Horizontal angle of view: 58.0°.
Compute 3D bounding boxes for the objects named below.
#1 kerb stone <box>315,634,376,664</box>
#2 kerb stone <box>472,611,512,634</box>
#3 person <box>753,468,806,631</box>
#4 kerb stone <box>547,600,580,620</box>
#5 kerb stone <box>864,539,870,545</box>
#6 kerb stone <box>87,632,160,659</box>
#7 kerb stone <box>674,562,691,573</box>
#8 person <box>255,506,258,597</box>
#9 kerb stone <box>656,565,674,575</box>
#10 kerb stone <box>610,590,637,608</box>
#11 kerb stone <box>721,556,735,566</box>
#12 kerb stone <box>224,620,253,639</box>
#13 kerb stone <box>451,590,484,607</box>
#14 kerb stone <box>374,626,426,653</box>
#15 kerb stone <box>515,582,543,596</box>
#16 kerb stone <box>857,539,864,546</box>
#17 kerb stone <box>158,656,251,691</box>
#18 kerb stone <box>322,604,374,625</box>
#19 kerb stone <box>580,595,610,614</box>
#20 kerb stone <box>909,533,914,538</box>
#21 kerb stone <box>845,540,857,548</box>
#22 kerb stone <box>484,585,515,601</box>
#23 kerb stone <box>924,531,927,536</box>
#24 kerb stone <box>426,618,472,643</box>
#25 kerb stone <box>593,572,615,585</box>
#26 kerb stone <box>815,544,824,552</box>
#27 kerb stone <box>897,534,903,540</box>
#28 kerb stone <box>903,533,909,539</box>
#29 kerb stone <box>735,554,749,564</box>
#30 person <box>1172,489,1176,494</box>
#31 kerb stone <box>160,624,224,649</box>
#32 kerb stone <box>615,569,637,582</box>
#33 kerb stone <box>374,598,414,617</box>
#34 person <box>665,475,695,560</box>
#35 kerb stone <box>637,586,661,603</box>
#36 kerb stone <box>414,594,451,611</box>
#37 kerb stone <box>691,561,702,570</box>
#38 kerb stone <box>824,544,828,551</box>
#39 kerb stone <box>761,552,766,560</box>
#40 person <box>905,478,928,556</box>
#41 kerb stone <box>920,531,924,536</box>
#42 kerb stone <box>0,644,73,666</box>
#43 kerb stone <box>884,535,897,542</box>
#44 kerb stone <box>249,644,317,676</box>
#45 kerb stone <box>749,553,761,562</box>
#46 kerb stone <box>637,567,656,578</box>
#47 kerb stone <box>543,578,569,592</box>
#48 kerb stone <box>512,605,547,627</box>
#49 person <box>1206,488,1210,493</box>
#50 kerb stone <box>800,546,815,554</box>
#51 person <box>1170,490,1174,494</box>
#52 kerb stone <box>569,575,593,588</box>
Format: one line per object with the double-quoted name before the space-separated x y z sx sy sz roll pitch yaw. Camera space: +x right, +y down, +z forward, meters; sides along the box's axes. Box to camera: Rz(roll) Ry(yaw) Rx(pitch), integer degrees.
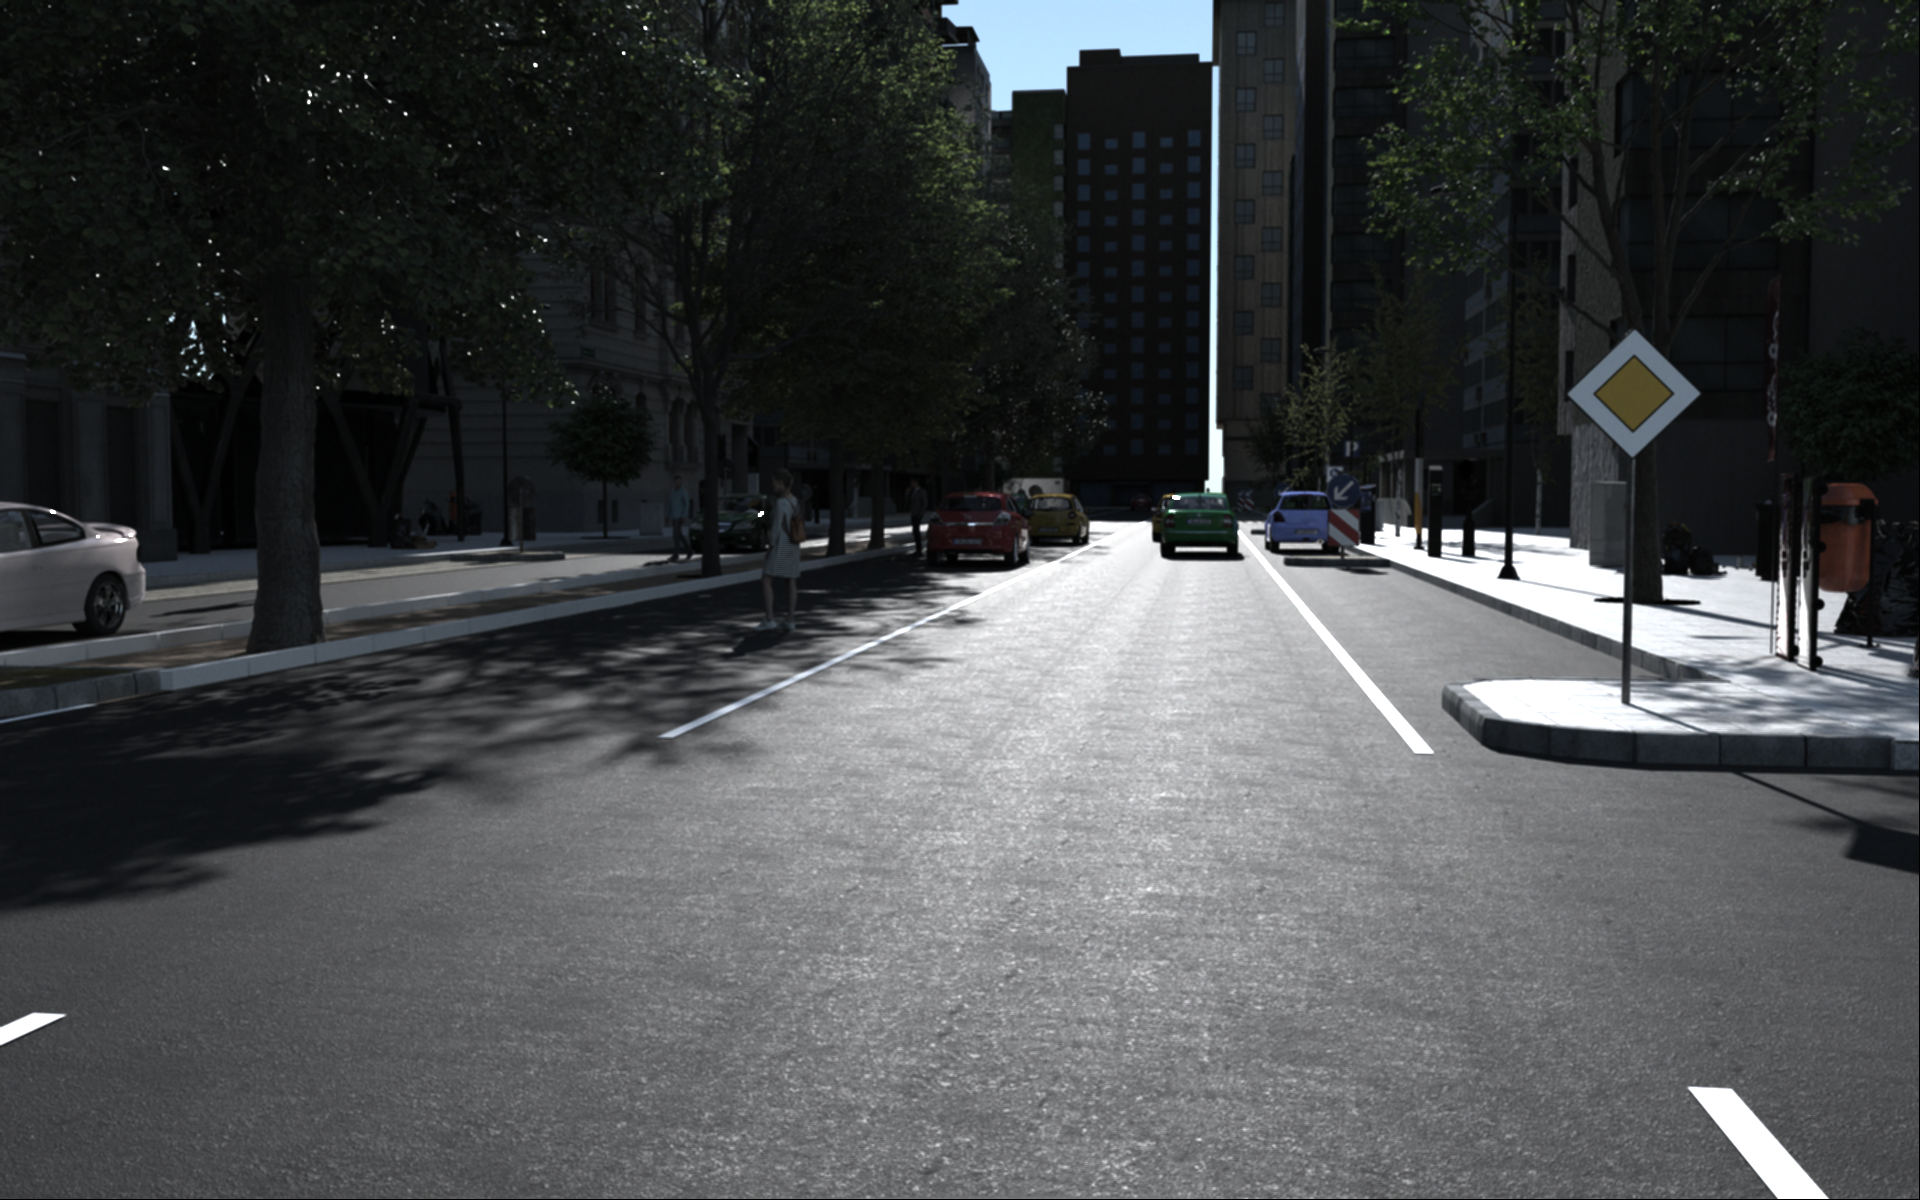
"kerb stone" -5.409 0.434 15.094 0.120 0.150 1.000 0 4 8
"kerb stone" -4.974 0.248 18.135 0.120 0.150 1.000 0 4 8
"person" -1.867 -0.538 18.302 0.522 1.701 0.512 1 4 18
"kerb stone" -4.686 0.124 20.162 0.120 0.150 1.000 0 4 8
"kerb stone" -2.723 -1.629 48.875 0.120 0.150 1.000 0 4 8
"kerb stone" -7.493 0.416 15.402 0.120 0.150 1.000 0 4 8
"kerb stone" -5.175 -0.572 31.643 0.120 0.150 1.000 0 4 8
"person" -9.268 -0.846 23.341 0.512 1.701 0.522 -1 4 -10
"kerb stone" -5.316 -0.514 30.630 0.120 0.150 1.000 0 4 8
"kerb stone" -4.399 0.000 22.192 0.120 0.150 1.000 0 4 8
"kerb stone" -4.743 -0.759 34.680 0.120 0.150 1.000 0 4 8
"kerb stone" -7.196 0.291 17.435 0.120 0.150 1.000 0 4 8
"kerb stone" -6.476 -0.017 22.502 0.120 0.150 1.000 0 4 8
"kerb stone" -5.270 0.372 16.107 0.120 0.150 1.000 0 4 8
"kerb stone" -6.192 -0.141 24.530 0.120 0.150 1.000 0 4 8
"kerb stone" -2.867 -1.570 47.863 0.120 0.150 1.000 0 4 8
"kerb stone" -5.702 0.559 13.069 0.120 0.150 1.000 0 4 8
"kerb stone" -6.906 0.167 19.463 0.120 0.150 1.000 0 4 8
"kerb stone" -4.546 0.062 21.179 0.120 0.150 1.000 0 4 8
"kerb stone" -1.705 -2.063 55.986 0.120 0.150 1.000 0 4 8
"kerb stone" -3.011 -1.508 46.849 0.120 0.150 1.000 0 4 8
"kerb stone" -6.332 -0.076 23.514 0.120 0.150 1.000 0 4 8
"kerb stone" -1.269 -2.253 59.025 0.120 0.150 1.000 0 4 8
"kerb stone" -5.121 0.310 17.123 0.120 0.150 1.000 0 4 8
"kerb stone" -5.756 -0.329 27.574 0.120 0.150 1.000 0 4 8
"kerb stone" -3.589 -1.258 42.795 0.120 0.150 1.000 0 4 8
"kerb stone" -1.990 -1.943 53.959 0.120 0.150 1.000 0 4 8
"kerb stone" -1.854 -2.003 54.974 0.120 0.150 1.000 0 4 8
"kerb stone" -4.594 -0.825 35.692 0.120 0.150 1.000 0 4 8
"person" 15.151 -6.951 122.178 0.705 1.821 1.348 -2 4 -25
"kerb stone" -7.342 0.353 16.423 0.120 0.150 1.000 0 4 8
"kerb stone" -5.602 -0.391 28.591 0.120 0.150 1.000 0 4 8
"kerb stone" -6.766 0.107 20.478 0.120 0.150 1.000 0 4 8
"person" -6.076 -1.799 37.776 0.748 1.841 0.638 -2 4 -35
"kerb stone" -4.261 -0.062 23.205 0.120 0.150 1.000 0 4 8
"kerb stone" -6.621 0.043 21.490 0.120 0.150 1.000 0 4 8
"kerb stone" -5.033 -0.636 32.655 0.120 0.150 1.000 0 4 8
"kerb stone" -3.446 -1.322 43.807 0.120 0.150 1.000 0 4 8
"kerb stone" -4.309 -0.949 37.717 0.120 0.150 1.000 0 4 8
"person" -1.027 -1.942 40.436 0.473 1.802 0.592 -1 4 -14
"kerb stone" -1.422 -2.186 58.015 0.120 0.150 1.000 0 4 8
"kerb stone" -7.630 0.478 14.382 0.120 0.150 1.000 0 4 8
"kerb stone" -2.150 -1.881 52.949 0.120 0.150 1.000 0 4 8
"kerb stone" -5.558 0.498 14.083 0.120 0.150 1.000 0 4 8
"kerb stone" -4.456 -0.887 36.705 0.120 0.150 1.000 0 4 8
"kerb stone" -5.465 -0.453 29.609 0.120 0.150 1.000 0 4 8
"kerb stone" -6.041 -0.205 25.549 0.120 0.150 1.000 0 4 8
"kerb stone" -4.836 0.189 19.148 0.120 0.150 1.000 0 4 8
"person" 15.477 -6.081 108.023 1.348 1.812 0.705 -2 4 -25
"kerb stone" -3.732 -1.195 41.777 0.120 0.150 1.000 0 4 8
"person" 18.599 -8.737 151.295 1.348 1.831 0.705 0 4 -7
"kerb stone" -5.904 -0.264 26.563 0.120 0.150 1.000 0 4 8
